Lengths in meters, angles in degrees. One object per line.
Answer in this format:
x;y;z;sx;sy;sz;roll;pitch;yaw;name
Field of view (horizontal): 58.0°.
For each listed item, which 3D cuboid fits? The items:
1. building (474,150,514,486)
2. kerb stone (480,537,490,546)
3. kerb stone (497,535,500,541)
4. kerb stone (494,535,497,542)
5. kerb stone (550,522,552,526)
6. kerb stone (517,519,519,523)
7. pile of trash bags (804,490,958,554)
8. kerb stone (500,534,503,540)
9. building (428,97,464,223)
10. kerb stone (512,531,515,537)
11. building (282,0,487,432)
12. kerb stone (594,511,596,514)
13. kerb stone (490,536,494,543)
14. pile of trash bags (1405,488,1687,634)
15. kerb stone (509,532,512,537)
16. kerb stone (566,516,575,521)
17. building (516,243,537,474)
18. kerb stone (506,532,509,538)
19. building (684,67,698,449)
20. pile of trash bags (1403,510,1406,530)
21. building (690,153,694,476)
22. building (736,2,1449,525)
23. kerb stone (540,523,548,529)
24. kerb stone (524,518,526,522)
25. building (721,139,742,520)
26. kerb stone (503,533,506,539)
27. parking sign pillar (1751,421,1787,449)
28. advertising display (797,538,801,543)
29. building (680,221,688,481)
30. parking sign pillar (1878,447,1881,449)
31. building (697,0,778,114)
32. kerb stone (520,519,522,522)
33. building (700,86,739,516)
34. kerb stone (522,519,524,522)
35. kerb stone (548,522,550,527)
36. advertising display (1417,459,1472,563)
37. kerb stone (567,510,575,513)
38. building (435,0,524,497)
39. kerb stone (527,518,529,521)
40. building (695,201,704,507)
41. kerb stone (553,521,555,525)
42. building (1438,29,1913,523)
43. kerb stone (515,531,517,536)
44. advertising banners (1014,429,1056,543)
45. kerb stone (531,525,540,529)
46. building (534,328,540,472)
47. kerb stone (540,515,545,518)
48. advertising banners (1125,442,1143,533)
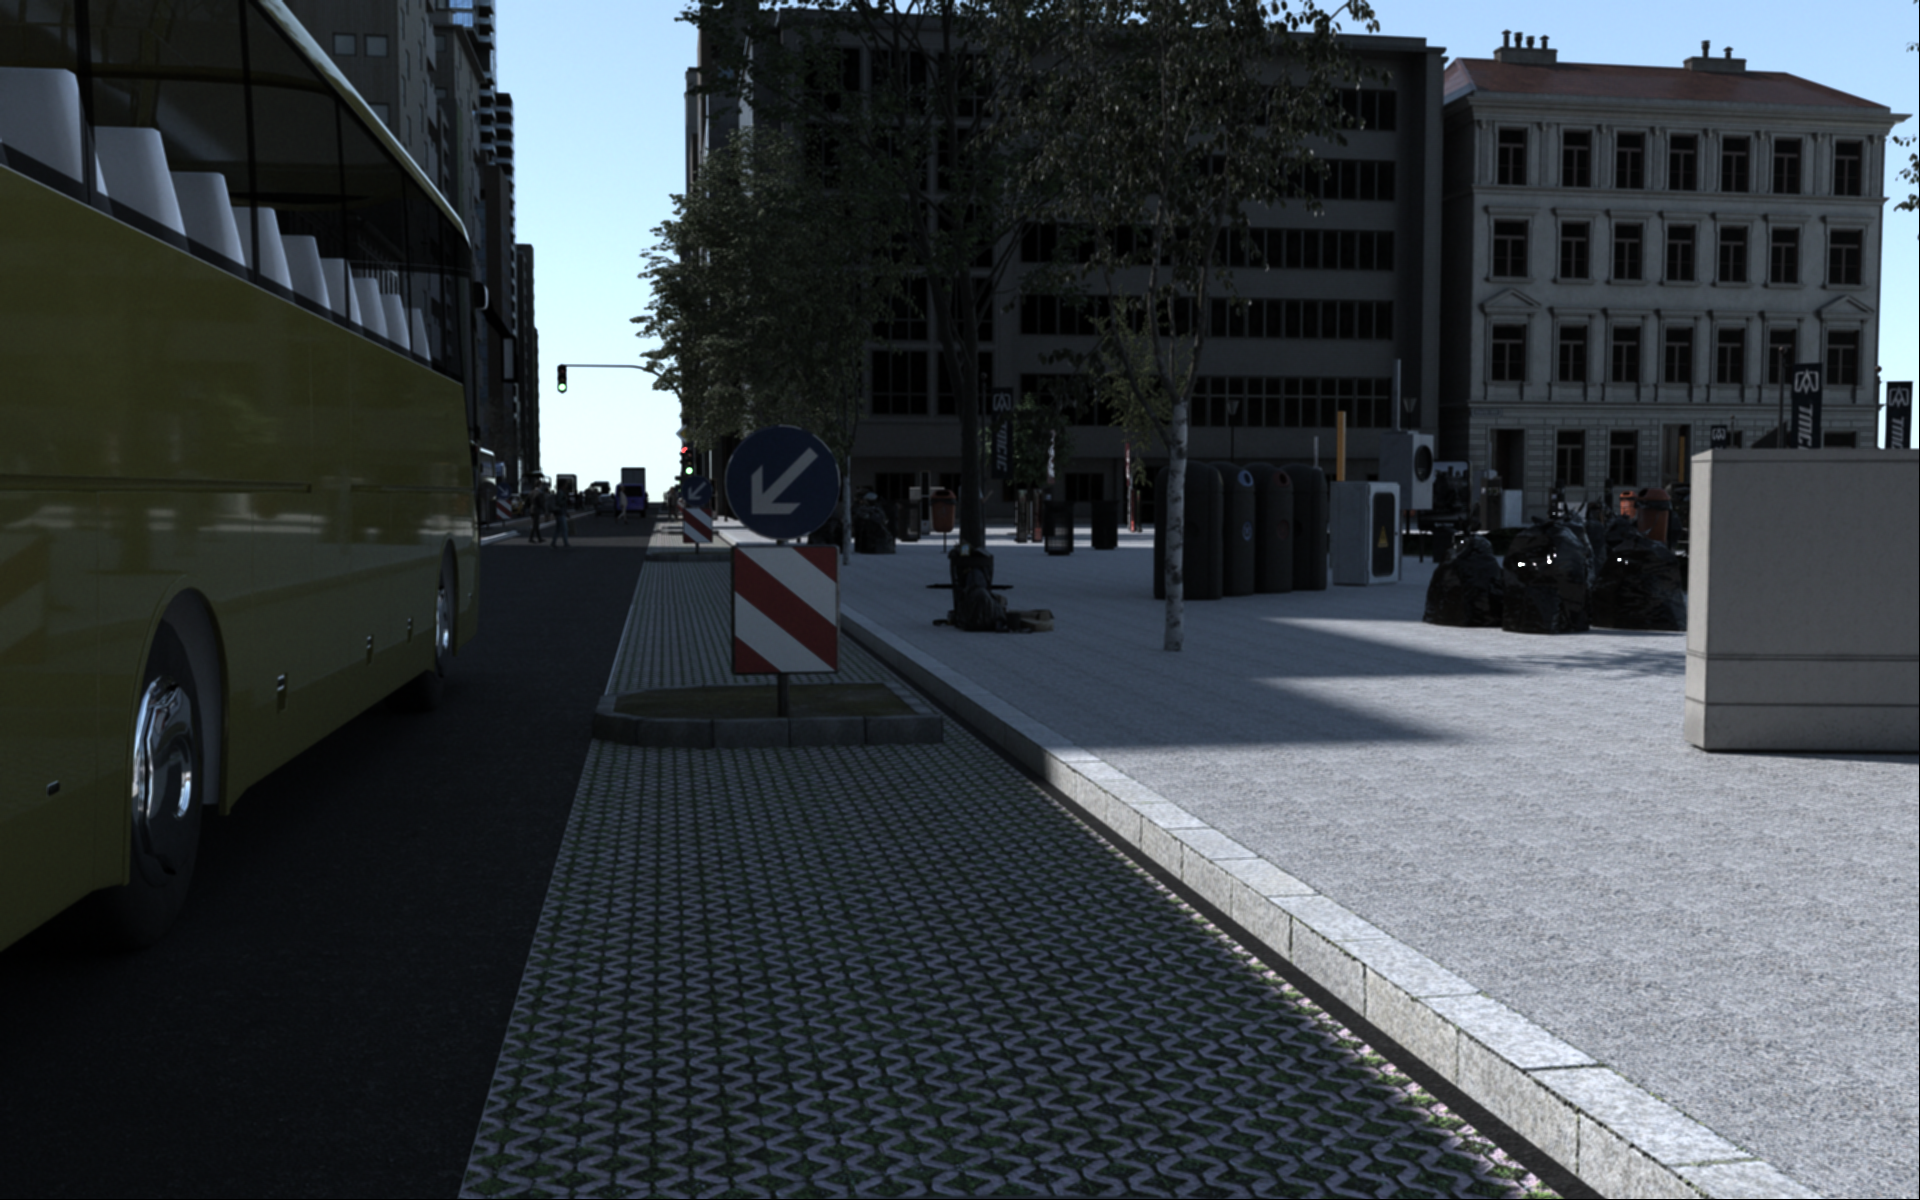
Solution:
-66.860;-35.385;228.649;14.600;45.320;14.200;-1;4;-10;building
-13.615;-1.670;49.508;0.120;0.150;1.000;-1;4;-10;kerb stone
-14.132;-1.853;52.536;0.120;0.150;1.000;-1;4;-10;kerb stone
-13.960;-1.790;51.528;0.120;0.150;1.000;-1;4;-10;kerb stone
-18.204;-3.311;76.336;0.120;0.150;1.000;-1;4;-10;kerb stone
-21.659;-3.784;84.090;0.120;0.150;1.000;-1;4;-10;kerb stone
-1.751;-1.711;37.725;3.447;1.369;1.912;0;4;7;pile of trash bags
-14.308;-1.917;53.543;0.120;0.150;1.000;-1;4;-10;kerb stone
-57.360;-29.926;172.879;14.154;41.232;14.086;-1;4;-10;building
-15.002;-2.164;57.587;0.120;0.150;1.000;-1;4;-10;kerb stone
-68.019;-36.869;192.042;28.713;52.752;27.495;-1;4;-10;building
-26.310;-6.210;123.816;0.120;0.150;1.000;-1;4;-10;kerb stone
-13.786;-1.732;50.520;0.120;0.150;1.000;-1;4;-10;kerb stone
6.423;-0.440;16.949;3.447;1.369;1.912;-1;4;-14;pile of trash bags
-14.835;-2.103;56.575;0.120;0.150;1.000;-1;4;-10;kerb stone
-21.479;-4.483;95.503;0.120;0.150;1.000;-1;4;-10;kerb stone
-74.928;-36.130;274.311;14.154;41.232;14.086;-1;4;-10;building
-14.658;-2.041;55.566;0.120;0.150;1.000;-1;4;-10;kerb stone
-27.563;-42.824;242.163;21.231;58.520;28.212;-1;4;-10;building
17.463;-3.194;61.973;3.447;1.369;1.912;2;4;30;pile of trash bags
-25.654;-34.331;211.428;14.600;45.320;14.200;-1;4;-10;building
5.363;-15.863;78.435;30.058;24.678;14.314;-1;4;-10;building
-17.861;-3.187;74.314;0.120;0.150;1.000;-1;4;-10;kerb stone
-22.339;-4.025;88.132;0.120;0.150;1.000;-1;4;-10;kerb stone
-6.414;-16.137;93.511;12.332;23.373;15.834;-1;4;-10;building
-14.481;-1.979;54.558;0.120;0.150;1.000;-1;4;-10;kerb stone
29.752;-4.616;63.949;1.447;3.967;1.447;0;4;-5;parking sign pillar
-4.270;-2.480;45.770;0.123;1.923;0.974;0;4;-6;advertising display
-36.081;-40.826;291.205;21.300;48.544;21.600;-1;4;-10;building
43.267;-5.706;81.758;1.447;3.967;1.447;1;4;12;parking sign pillar
-16.854;-31.137;159.194;14.600;45.320;14.200;-1;4;-10;building
-22.005;-3.909;86.108;0.120;0.150;1.000;-1;4;-10;kerb stone
-10.297;-17.941;111.364;12.078;24.808;19.932;-1;4;-10;building
-22.169;-3.971;87.124;0.120;0.150;1.000;-1;4;-10;kerb stone
-18.028;-3.249;75.322;0.120;0.150;1.000;-1;4;-10;kerb stone
9.008;-1.652;32.217;0.974;1.923;0.123;2;4;34;advertising display
-30.455;-6.935;135.576;0.120;0.150;1.000;-1;4;-10;kerb stone
-74.614;-57.330;250.014;22.319;86.520;31.000;-1;4;-10;building
-22.689;-4.156;90.145;0.120;0.150;1.000;-1;4;-10;kerb stone
-19.408;-24.578;173.544;14.160;30.474;14.107;-1;4;-10;building
-18.551;-3.435;78.355;0.120;0.150;1.000;-1;4;-10;kerb stone
30.884;-14.985;81.154;21.152;22.565;11.583;-1;4;-10;building
-15.172;-2.226;58.595;0.120;0.150;1.000;-1;4;-10;kerb stone
2.040;-3.050;46.050;0.090;3.025;2.074;2;4;35;advertising banners
-16.992;-2.879;69.268;0.120;0.150;1.000;-1;4;-10;kerb stone
-77.715;-31.605;288.439;14.160;30.474;14.107;-1;4;-10;building
-25.109;-5.017;104.284;0.120;0.150;1.000;-1;4;-10;kerb stone
5.812;-3.782;58.019;0.090;3.025;2.074;-1;4;-9;advertising banners
